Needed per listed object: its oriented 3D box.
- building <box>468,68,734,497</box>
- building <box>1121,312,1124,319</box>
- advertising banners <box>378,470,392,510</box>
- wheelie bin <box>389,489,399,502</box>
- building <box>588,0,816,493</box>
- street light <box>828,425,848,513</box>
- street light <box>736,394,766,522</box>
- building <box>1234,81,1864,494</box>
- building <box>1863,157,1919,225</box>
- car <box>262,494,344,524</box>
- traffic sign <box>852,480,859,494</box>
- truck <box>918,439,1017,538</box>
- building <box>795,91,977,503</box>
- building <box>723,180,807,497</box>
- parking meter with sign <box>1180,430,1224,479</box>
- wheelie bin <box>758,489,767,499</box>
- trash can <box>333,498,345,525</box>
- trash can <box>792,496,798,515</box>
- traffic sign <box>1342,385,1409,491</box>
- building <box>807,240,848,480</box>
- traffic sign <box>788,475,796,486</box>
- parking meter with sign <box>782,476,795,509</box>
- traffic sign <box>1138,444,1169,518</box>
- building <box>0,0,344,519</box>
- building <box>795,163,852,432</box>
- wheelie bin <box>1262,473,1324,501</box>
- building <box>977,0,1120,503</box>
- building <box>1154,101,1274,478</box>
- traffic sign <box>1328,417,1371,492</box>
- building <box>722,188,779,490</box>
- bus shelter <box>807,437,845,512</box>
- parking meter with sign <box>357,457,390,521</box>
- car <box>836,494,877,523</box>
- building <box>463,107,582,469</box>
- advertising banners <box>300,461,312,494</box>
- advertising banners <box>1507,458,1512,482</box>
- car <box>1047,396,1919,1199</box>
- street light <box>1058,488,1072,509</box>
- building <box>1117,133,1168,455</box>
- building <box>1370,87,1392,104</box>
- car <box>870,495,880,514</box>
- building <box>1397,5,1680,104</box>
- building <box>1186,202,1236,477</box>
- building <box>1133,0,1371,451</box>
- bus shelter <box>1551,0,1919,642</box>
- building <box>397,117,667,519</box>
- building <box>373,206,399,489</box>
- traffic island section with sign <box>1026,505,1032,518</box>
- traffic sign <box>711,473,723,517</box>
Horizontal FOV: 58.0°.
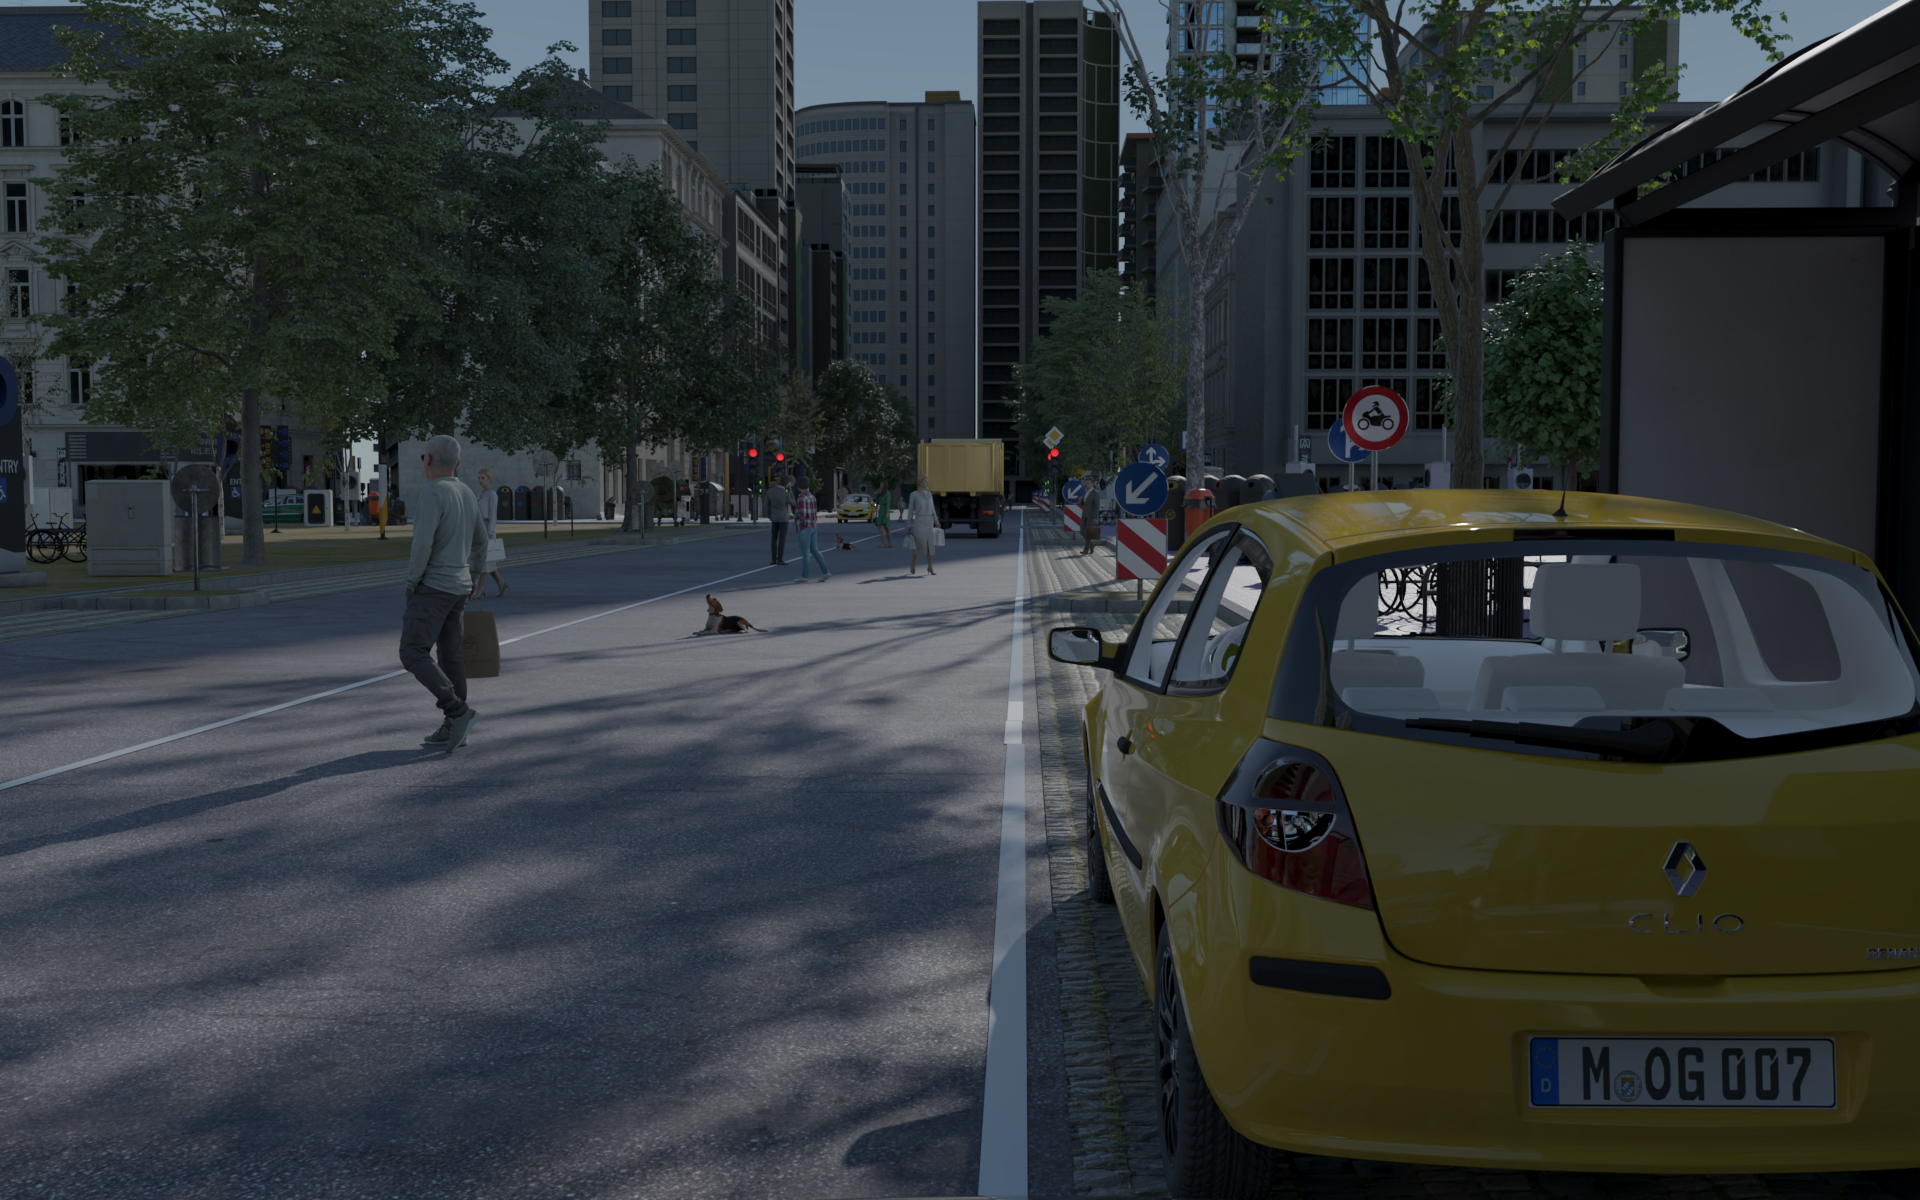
[{"bbox_3d":[-23.973,-20.148,116.813,14.401,28.519,23.554,0,4,2],"label":"building"},{"bbox_3d":[30.634,-29.413,252.603,14.107,30.474,14.160,0,4,2],"label":"building"},{"bbox_3d":[-42.643,-8.115,128.867,0.090,3.025,2.074,1,4,16],"label":"advertising banners"},{"bbox_3d":[-34.645,-6.034,106.562,0.693,1.594,0.980,3,5,41],"label":"wheelie bin"},{"bbox_3d":[-25.683,-45.340,179.565,20.563,71.187,20.611,0,4,2],"label":"building"},{"bbox_3d":[-8.278,-8.850,117.233,1.470,5.913,1.316,0,4,2],"label":"street light"},{"bbox_3d":[-9.632,-6.564,79.864,1.470,5.913,1.316,0,4,2],"label":"street light"},{"bbox_3d":[30.673,-16.772,93.291,30.058,24.678,14.314,0,4,2],"label":"building"},{"bbox_3d":[55.573,-16.649,90.226,19.932,24.808,12.078,0,4,2],"label":"building"},{"bbox_3d":[-29.620,-3.944,76.280,4.920,1.459,2.131,0,4,2],"label":"car"},{"bbox_3d":[-9.386,-9.394,153.697,0.768,2.556,0.104,0,4,4],"label":"traffic sign"},{"bbox_3d":[0.164,-3.891,59.537,3.469,3.379,9.791,0,4,3],"label":"truck"},{"bbox_3d":[-11.735,-43.700,256.500,28.212,58.520,21.231,0,4,2],"label":"building"},{"bbox_3d":[-22.664,-23.943,163.162,14.160,30.474,14.107,0,4,2],"label":"building"},{"bbox_3d":[6.877,-3.136,47.537,1.738,3.016,0.543,-2,4,-34],"label":"parking meter with sign"},{"bbox_3d":[-12.752,-6.441,113.221,0.693,1.594,0.980,2,4,27],"label":"wheelie bin"},{"bbox_3d":[-25.467,-3.644,71.230,0.748,1.137,0.748,0,3,0],"label":"trash can"},{"bbox_3d":[-9.936,-5.746,105.597,0.748,1.137,0.748,0,3,0],"label":"trash can"},{"bbox_3d":[4.876,-1.241,20.392,0.768,2.556,0.104,0,4,6],"label":"traffic sign"},{"bbox_3d":[-20.522,-26.071,197.959,14.160,30.474,14.107,0,4,2],"label":"building"},{"bbox_3d":[-11.419,-7.109,116.338,0.768,2.556,0.104,0,4,8],"label":"traffic sign"},{"bbox_3d":[-14.592,-9.336,148.902,1.738,3.016,0.543,-2,4,-30],"label":"parking meter with sign"},{"bbox_3d":[4.897,-2.675,43.839,0.768,2.556,0.104,0,4,7],"label":"traffic sign"},{"bbox_3d":[-58.733,-19.568,96.349,44.131,29.872,17.030,0,4,2],"label":"building"},{"bbox_3d":[-20.781,-32.573,216.170,14.086,41.232,14.154,0,4,2],"label":"building"},{"bbox_3d":[4.987,-1.110,26.060,0.980,1.594,0.693,-1,4,-13],"label":"wheelie bin"},{"bbox_3d":[13.041,-49.938,254.740,20.611,71.187,20.563,0,4,2],"label":"building"},{"bbox_3d":[22.230,-22.115,139.065,11.434,29.767,29.804,0,4,2],"label":"building"},{"bbox_3d":[6.308,-1.702,27.936,0.768,2.556,0.104,1,4,8],"label":"traffic sign"},{"bbox_3d":[-23.286,-21.227,140.566,14.314,27.812,24.014,0,4,2],"label":"building"},{"bbox_3d":[-9.861,-9.050,125.597,2.179,5.291,8.768,0,4,2],"label":"bus shelter"},{"bbox_3d":[-27.698,-5.269,82.403,1.738,3.016,0.543,-1,4,-9],"label":"parking meter with sign"},{"bbox_3d":[-5.121,-4.657,86.360,2.015,1.641,3.980,0,4,3],"label":"car"},{"bbox_3d":[-61.430,-43.800,258.121,28.212,58.520,21.231,0,4,2],"label":"building"},{"bbox_3d":[-35.369,-5.891,92.504,0.090,3.025,2.074,2,4,26],"label":"advertising banners"},{"bbox_3d":[26.006,-5.179,80.859,0.090,3.025,2.074,-1,4,-10],"label":"advertising banners"},{"bbox_3d":[1.273,0.326,4.896,2.015,1.641,3.980,0,4,1],"label":"car"},{"bbox_3d":[6.954,-8.791,116.276,1.470,5.913,1.316,0,4,2],"label":"street light"},{"bbox_3d":[30.150,-33.785,207.005,22.147,44.769,28.867,0,4,2],"label":"building"},{"bbox_3d":[52.719,-43.567,254.311,28.212,58.520,21.231,0,4,2],"label":"building"},{"bbox_3d":[-6.565,-6.774,123.335,1.945,1.354,3.894,0,4,4],"label":"car"},{"bbox_3d":[68.659,-40.792,208.947,28.212,58.520,21.231,0,4,2],"label":"building"},{"bbox_3d":[21.535,-16.985,113.861,11.583,22.565,21.152,0,4,2],"label":"building"},{"bbox_3d":[29.633,-52.774,175.526,22.319,86.520,31.000,0,4,2],"label":"building"},{"bbox_3d":[4.094,-0.777,6.633,2.014,3.302,5.546,0,4,2],"label":"bus shelter"},{"bbox_3d":[-23.292,-14.793,96.615,10.420,20.320,16.860,0,4,2],"label":"building"},{"bbox_3d":[-64.567,-34.724,217.843,14.200,45.320,14.600,0,4,2],"label":"building"},{"bbox_3d":[5.100,-5.844,104.185,1.989,1.847,2.006,0,4,2],"label":"traffic island section with sign"},{"bbox_3d":[-11.937,-5.080,85.188,0.606,2.300,0.079,0,4,6],"label":"traffic sign"}]
